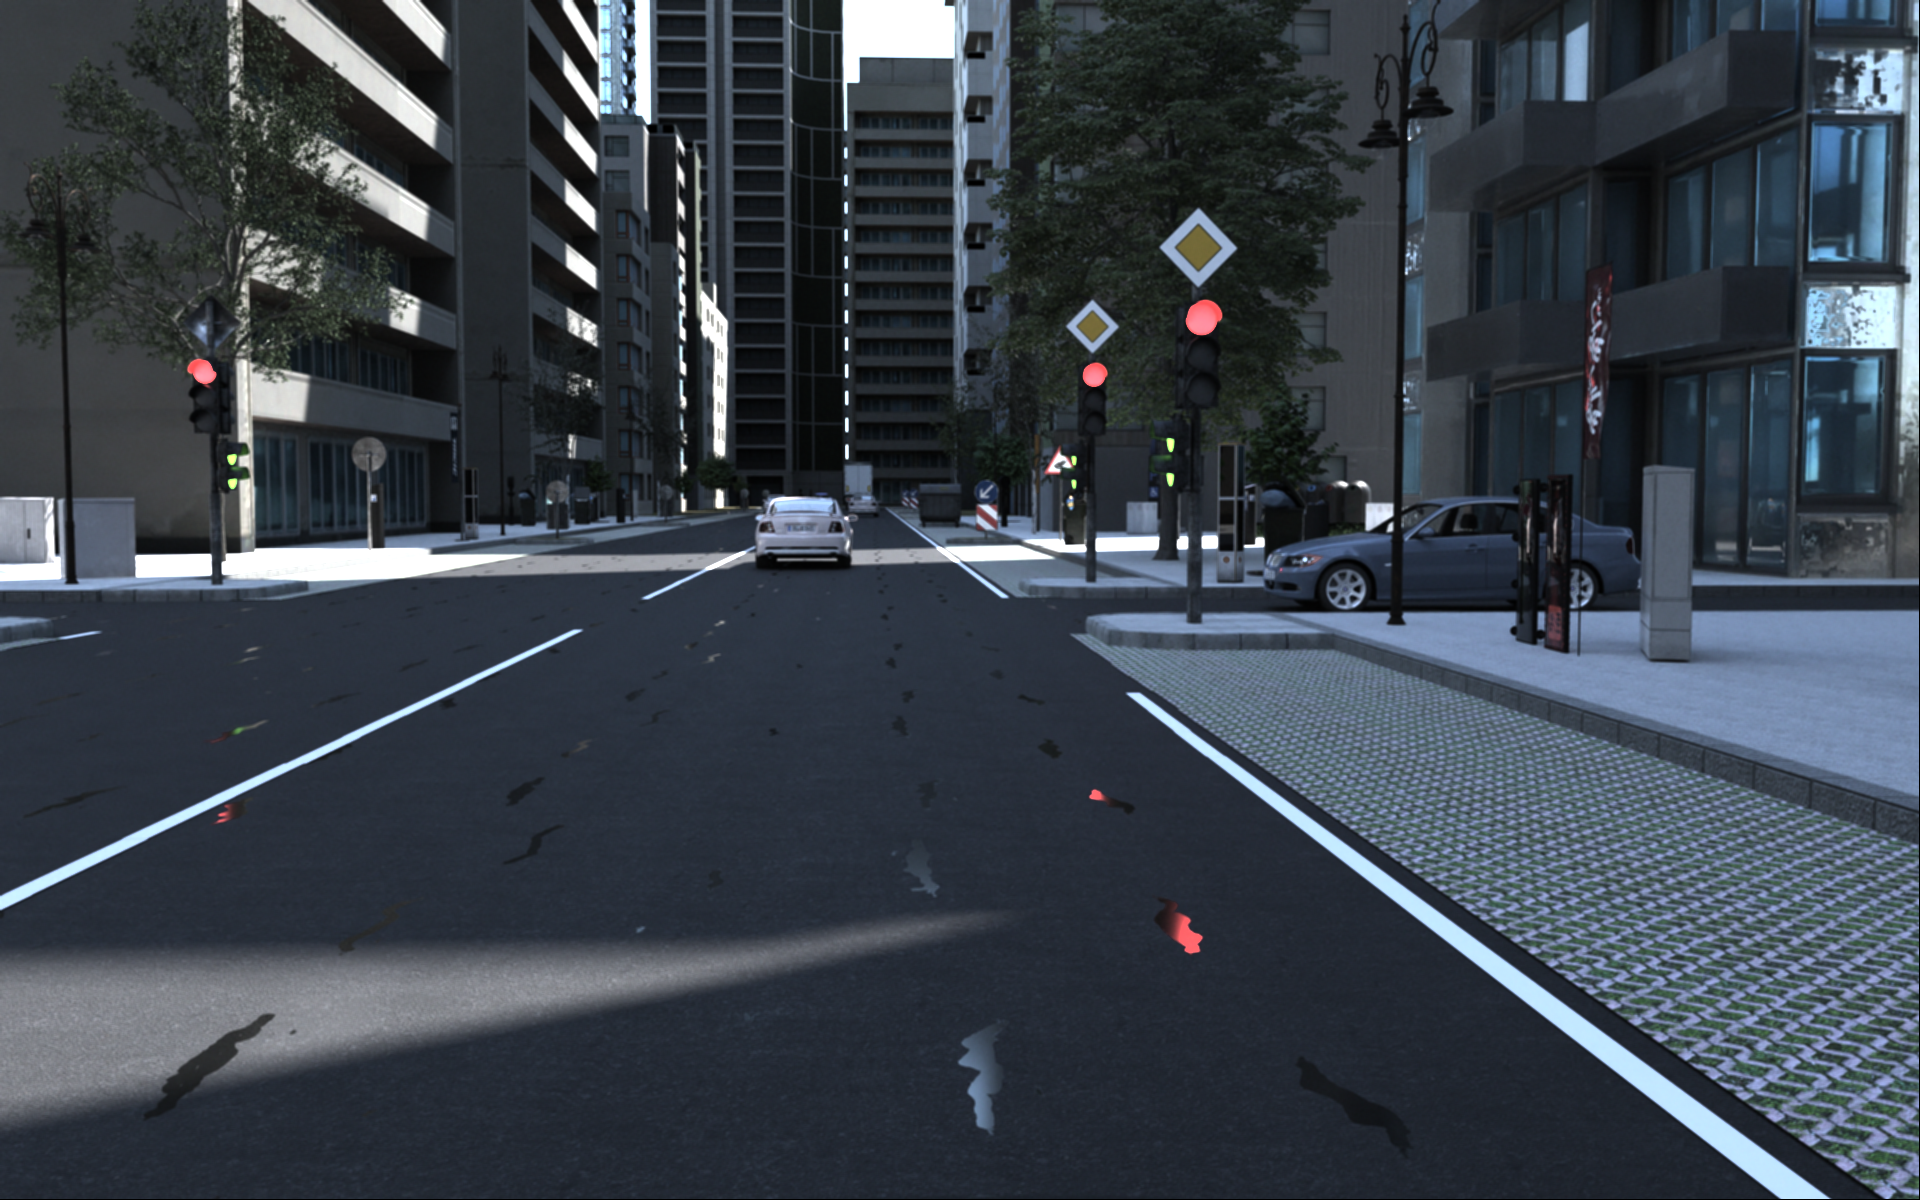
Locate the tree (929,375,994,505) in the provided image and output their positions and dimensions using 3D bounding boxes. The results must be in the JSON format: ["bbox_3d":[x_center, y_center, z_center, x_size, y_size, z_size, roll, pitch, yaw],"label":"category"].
[{"bbox_3d":[0.013,-9.545,106.426,4.737,8.622,4.395,0,3,0],"label":"tree"}]

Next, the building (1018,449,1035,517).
[{"bbox_3d":[14.155,-39.823,89.353,20.563,71.187,20.611,0,4,-3],"label":"building"}]

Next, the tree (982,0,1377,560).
[{"bbox_3d":[4.094,-7.075,33.809,7.486,12.596,7.792,0,3,0],"label":"tree"}]

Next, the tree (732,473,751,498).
[{"bbox_3d":[-19.897,-9.884,156.203,1.663,3.219,1.824,0,3,0],"label":"tree"}]

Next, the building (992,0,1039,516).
[{"bbox_3d":[9.437,-28.044,108.631,14.600,45.320,14.200,0,4,-3],"label":"building"}]

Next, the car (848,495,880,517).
[{"bbox_3d":[-6.044,-5.899,108.816,2.083,1.381,4.827,0,4,-2],"label":"car"}]

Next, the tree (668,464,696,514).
[{"bbox_3d":[-17.958,-7.267,113.418,1.663,3.219,1.824,0,3,0],"label":"tree"}]

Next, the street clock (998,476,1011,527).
[{"bbox_3d":[1.734,-3.864,67.747,0.471,2.002,0.358,-2,4,-30],"label":"street clock"}]

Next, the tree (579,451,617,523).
[{"bbox_3d":[-16.503,-5.119,78.296,1.663,3.219,1.824,0,3,0],"label":"tree"}]

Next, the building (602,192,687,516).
[{"bbox_3d":[-33.339,-16.394,113.082,27.650,21.520,28.899,0,4,-3],"label":"building"}]

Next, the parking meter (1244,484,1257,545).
[{"bbox_3d":[7.238,-2.140,43.400,0.372,1.533,0.369,0,3,0],"label":"parking meter"}]

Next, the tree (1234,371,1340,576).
[{"bbox_3d":[5.190,-2.005,27.381,1.663,3.219,1.824,0,3,0],"label":"tree"}]

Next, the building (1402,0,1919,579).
[{"bbox_3d":[24.843,-25.403,34.951,30.456,49.044,23.786,0,4,-3],"label":"building"}]

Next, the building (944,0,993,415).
[{"bbox_3d":[13.438,-34.952,160.704,28.713,52.752,27.495,0,4,-3],"label":"building"}]

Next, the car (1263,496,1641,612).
[{"bbox_3d":[6.010,-0.573,21.377,4.499,1.417,2.014,0,4,-3],"label":"car"}]

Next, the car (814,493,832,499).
[{"bbox_3d":[-12.824,-9.220,160.333,1.945,1.707,3.694,0,4,-1],"label":"car"}]

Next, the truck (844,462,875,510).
[{"bbox_3d":[-9.199,-10.339,157.960,2.839,4.237,11.283,0,4,-3],"label":"truck"}]

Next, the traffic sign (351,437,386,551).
[{"bbox_3d":[-13.221,-2.363,38.745,0.768,2.556,0.104,0,4,-1],"label":"traffic sign"}]

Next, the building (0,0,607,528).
[{"bbox_3d":[-29.260,-27.999,81.484,21.300,48.544,21.600,0,4,-3],"label":"building"}]

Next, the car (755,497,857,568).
[{"bbox_3d":[-3.111,-1.380,34.919,2.083,1.381,4.827,0,4,-3],"label":"car"}]

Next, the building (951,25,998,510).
[{"bbox_3d":[11.223,-50.009,130.321,22.319,86.520,31.000,0,4,-3],"label":"building"}]

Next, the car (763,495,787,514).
[{"bbox_3d":[-13.619,-7.125,128.856,2.083,1.381,4.827,0,4,-4],"label":"car"}]

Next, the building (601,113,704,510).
[{"bbox_3d":[-27.813,-22.221,135.007,14.160,30.474,14.107,0,4,-3],"label":"building"}]

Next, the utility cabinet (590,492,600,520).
[{"bbox_3d":[-18.258,-4.695,85.441,0.318,1.500,1.173,2,4,25],"label":"utility cabinet"}]

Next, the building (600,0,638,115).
[{"bbox_3d":[-49.013,-53.809,192.441,31.000,86.520,22.319,0,4,-3],"label":"building"}]

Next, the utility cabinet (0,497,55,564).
[{"bbox_3d":[-17.307,-1.275,32.009,1.020,1.237,0.306,0,4,6],"label":"utility cabinet"}]

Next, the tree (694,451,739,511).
[{"bbox_3d":[-18.449,-9.024,131.249,4.285,4.588,4.351,0,3,0],"label":"tree"}]

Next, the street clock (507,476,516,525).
[{"bbox_3d":[-18.408,-4.066,71.049,0.358,2.002,0.471,0,4,-7],"label":"street clock"}]

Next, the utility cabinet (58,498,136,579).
[{"bbox_3d":[-13.202,-0.939,26.507,1.020,1.237,0.306,-3,5,-44],"label":"utility cabinet"}]

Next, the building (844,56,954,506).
[{"bbox_3d":[-2.188,-35.031,196.463,21.600,48.544,21.300,0,4,-3],"label":"building"}]

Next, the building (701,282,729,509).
[{"bbox_3d":[-36.914,-19.186,158.733,28.899,21.520,27.650,0,4,-3],"label":"building"}]

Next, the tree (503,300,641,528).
[{"bbox_3d":[-15.071,-7.061,65.812,4.360,8.622,3.978,0,3,0],"label":"tree"}]

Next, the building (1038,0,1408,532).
[{"bbox_3d":[9.782,-23.309,64.697,14.154,41.232,14.086,0,4,-3],"label":"building"}]

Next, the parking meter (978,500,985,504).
[{"bbox_3d":[0.963,-4.279,75.669,0.399,1.863,0.255,1,4,8],"label":"parking meter"}]

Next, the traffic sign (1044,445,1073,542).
[{"bbox_3d":[2.665,-2.804,45.845,0.884,2.594,0.081,0,4,1],"label":"traffic sign"}]

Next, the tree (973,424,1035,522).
[{"bbox_3d":[2.060,-5.908,80.317,4.285,4.588,4.351,0,3,0],"label":"tree"}]

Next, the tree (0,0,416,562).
[{"bbox_3d":[-14.056,-5.969,32.004,8.767,10.594,7.601,1,4,11],"label":"tree"}]

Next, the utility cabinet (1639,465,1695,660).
[{"bbox_3d":[5.598,-0.307,13.702,0.318,1.500,1.173,1,4,18],"label":"utility cabinet"}]

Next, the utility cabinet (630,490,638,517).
[{"bbox_3d":[-17.853,-5.269,94.823,0.318,1.500,1.173,-1,4,-16],"label":"utility cabinet"}]

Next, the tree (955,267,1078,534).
[{"bbox_3d":[2.197,-6.410,55.165,4.360,8.622,3.978,0,3,0],"label":"tree"}]

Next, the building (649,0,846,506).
[{"bbox_3d":[-23.207,-46.198,193.587,20.611,71.187,20.563,0,4,-3],"label":"building"}]

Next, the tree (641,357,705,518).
[{"bbox_3d":[-16.164,-8.790,94.077,4.360,8.622,3.978,0,3,0],"label":"tree"}]

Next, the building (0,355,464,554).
[{"bbox_3d":[-26.588,-25.799,45.511,21.300,48.544,21.600,0,4,-3],"label":"building"}]
